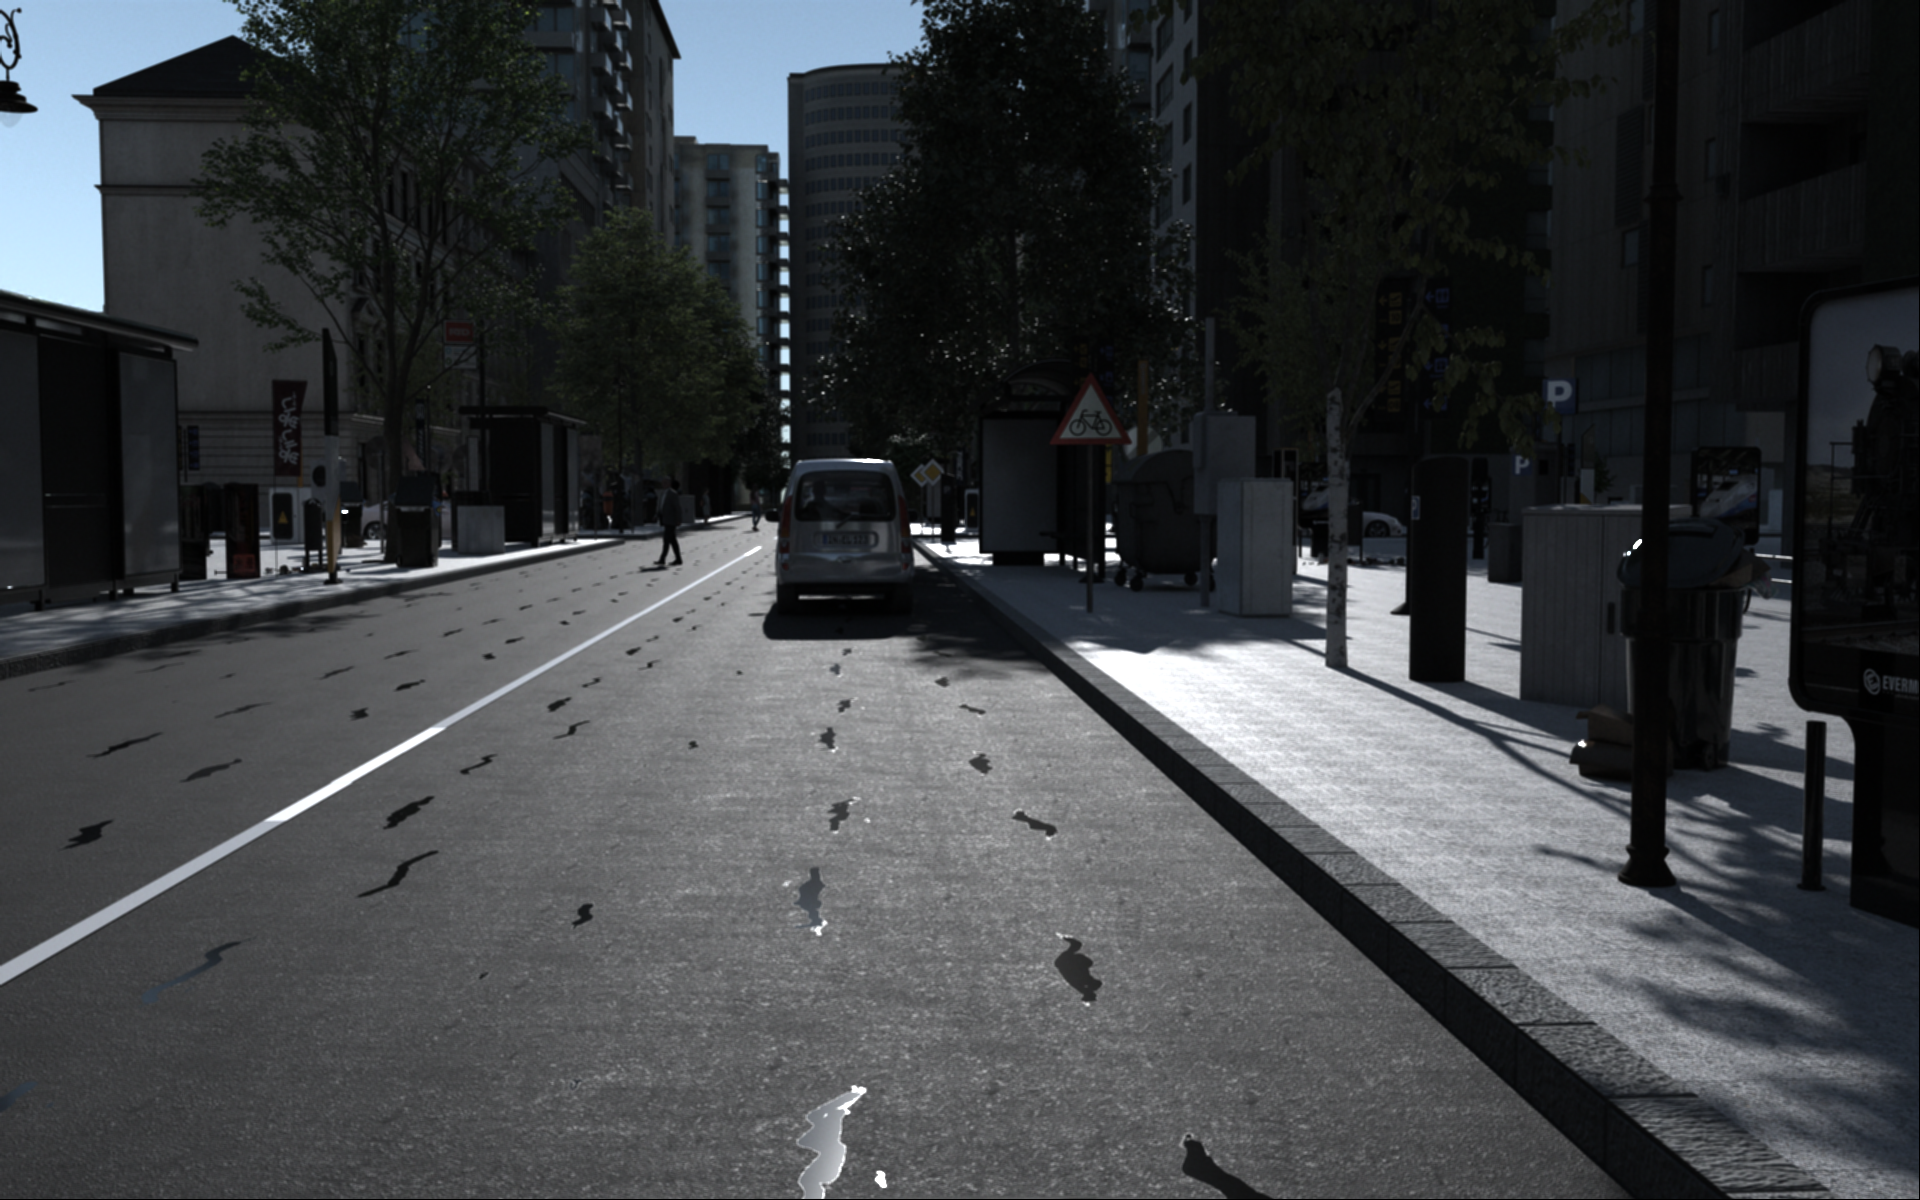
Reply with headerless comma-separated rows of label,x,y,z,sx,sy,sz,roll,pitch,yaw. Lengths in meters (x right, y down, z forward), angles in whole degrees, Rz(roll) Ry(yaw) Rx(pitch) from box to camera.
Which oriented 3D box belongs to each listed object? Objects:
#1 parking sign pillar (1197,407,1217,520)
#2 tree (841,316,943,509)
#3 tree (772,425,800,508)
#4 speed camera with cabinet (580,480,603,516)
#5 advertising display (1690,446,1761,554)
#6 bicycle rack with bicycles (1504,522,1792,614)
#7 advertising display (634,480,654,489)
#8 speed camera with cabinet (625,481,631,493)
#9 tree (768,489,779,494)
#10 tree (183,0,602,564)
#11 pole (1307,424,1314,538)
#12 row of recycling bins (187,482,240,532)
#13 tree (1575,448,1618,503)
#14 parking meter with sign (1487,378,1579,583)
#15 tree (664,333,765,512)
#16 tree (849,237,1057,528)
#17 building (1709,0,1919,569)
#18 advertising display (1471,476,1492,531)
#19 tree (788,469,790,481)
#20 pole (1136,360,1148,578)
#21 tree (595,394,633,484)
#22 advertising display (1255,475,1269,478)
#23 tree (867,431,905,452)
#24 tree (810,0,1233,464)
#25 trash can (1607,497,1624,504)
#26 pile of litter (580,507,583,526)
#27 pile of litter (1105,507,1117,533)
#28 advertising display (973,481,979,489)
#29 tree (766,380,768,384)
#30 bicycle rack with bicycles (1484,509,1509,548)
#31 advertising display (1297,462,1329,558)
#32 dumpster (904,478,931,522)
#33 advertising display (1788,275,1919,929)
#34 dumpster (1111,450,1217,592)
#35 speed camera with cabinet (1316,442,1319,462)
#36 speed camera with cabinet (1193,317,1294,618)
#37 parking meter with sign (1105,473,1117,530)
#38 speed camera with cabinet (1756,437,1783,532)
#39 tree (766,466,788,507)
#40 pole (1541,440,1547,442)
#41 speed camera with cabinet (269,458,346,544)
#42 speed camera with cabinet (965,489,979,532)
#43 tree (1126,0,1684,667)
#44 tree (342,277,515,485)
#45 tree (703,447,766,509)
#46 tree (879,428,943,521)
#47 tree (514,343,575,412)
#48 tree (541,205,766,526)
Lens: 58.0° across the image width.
parking sign pillar,7.124,-3.669,48.460,1.447,3.967,1.447,-3,5,-43
tree,-3.451,-12.332,108.287,9.857,13.997,8.962,0,3,0
tree,-17.391,-13.050,163.735,4.737,8.622,4.395,0,3,0
speed camera with cabinet,-23.520,-7.023,109.169,2.038,3.252,0.660,1,4,23
advertising display,10.413,-1.124,23.588,0.974,1.923,0.123,-1,4,-9
bicycle rack with bicycles,7.787,-0.338,18.907,2.852,0.926,2.925,0,4,3
advertising display,-14.025,-4.375,76.749,0.974,1.923,0.123,-2,4,-31
speed camera with cabinet,-19.517,-6.725,104.297,0.660,3.252,2.038,1,4,14
tree,-19.426,-11.335,179.927,1.663,3.219,1.824,0,3,0
tree,-10.437,-6.494,31.934,9.928,11.665,9.643,0,3,0
pole,10.159,-3.446,50.190,0.158,3.312,0.155,0,3,0
row of recycling bins,-26.059,-3.178,59.068,3.534,1.692,1.069,0,4,4
tree,26.432,-4.716,71.705,1.663,3.219,1.824,0,3,0
parking meter with sign,8.445,-1.795,25.603,1.738,3.016,0.543,-3,5,-43
tree,-16.244,-12.566,122.455,9.611,12.733,9.660,0,3,0
tree,-0.159,-8.612,66.569,9.928,11.665,9.643,0,3,0
building,19.674,-15.578,26.404,14.160,30.474,14.107,0,4,-3
advertising display,18.256,-3.392,60.673,0.123,1.923,0.974,-1,4,-20
tree,-18.161,-11.424,170.494,4.285,4.588,4.351,0,3,0
pole,2.786,-1.996,26.480,0.158,3.312,0.155,0,3,0
tree,-22.483,-9.927,112.674,4.360,8.622,3.978,0,3,0
advertising display,10.161,-3.335,59.738,0.974,1.923,0.123,2,4,26
tree,-6.087,-12.340,152.124,4.360,8.622,3.978,0,3,0
tree,1.118,-7.366,37.440,9.611,12.733,9.660,0,3,0
trash can,30.350,-4.195,80.249,0.748,1.137,0.748,0,3,0
pile of litter,-15.454,-3.427,69.989,1.176,0.858,1.719,2,4,25
pile of litter,5.378,-2.630,56.965,1.176,0.858,1.719,-1,4,-9
advertising display,0.913,-4.983,86.684,0.123,1.923,0.974,-1,4,-22
tree,-12.910,-10.139,83.900,7.486,12.596,7.792,0,3,0
bicycle rack with bicycles,13.440,-1.702,41.211,2.925,0.926,2.852,-2,4,-29
advertising display,7.301,-1.826,35.067,0.974,1.923,0.123,-1,4,-11
dumpster,-1.768,-4.668,78.821,1.502,2.255,1.985,0,4,-3
advertising display,2.855,0.003,5.165,0.123,1.923,0.974,-1,4,-12
dumpster,2.788,-1.081,23.430,1.264,1.857,1.865,0,4,-3
speed camera with cabinet,12.097,-3.918,58.401,0.660,3.252,2.038,1,4,22
speed camera with cabinet,3.065,-1.499,18.841,0.660,3.252,2.038,0,4,-6
parking meter with sign,5.967,-4.016,61.920,1.738,3.016,0.543,-1,4,-16
speed camera with cabinet,27.916,-3.975,59.333,0.660,3.252,2.038,-1,4,-15
tree,-17.971,-10.309,152.262,4.285,4.588,4.351,0,3,0
pole,22.113,-4.394,65.692,0.158,3.312,0.155,0,3,0
speed camera with cabinet,-16.670,-3.051,44.220,2.038,3.252,0.660,1,4,22
speed camera with cabinet,0.985,-3.931,58.613,0.660,3.252,2.038,-3,4,-37
tree,2.875,-3.795,12.408,4.737,8.622,4.395,0,3,0
tree,-18.070,-6.542,57.324,4.737,8.622,4.395,0,3,0
tree,-15.748,-7.868,112.350,4.285,4.588,4.351,0,3,0
tree,-2.288,-6.098,83.411,4.285,4.588,4.351,0,3,0
tree,-20.775,-8.133,83.333,4.737,8.622,4.395,0,3,0
tree,-13.246,-9.229,69.028,7.486,12.596,7.792,0,3,0
